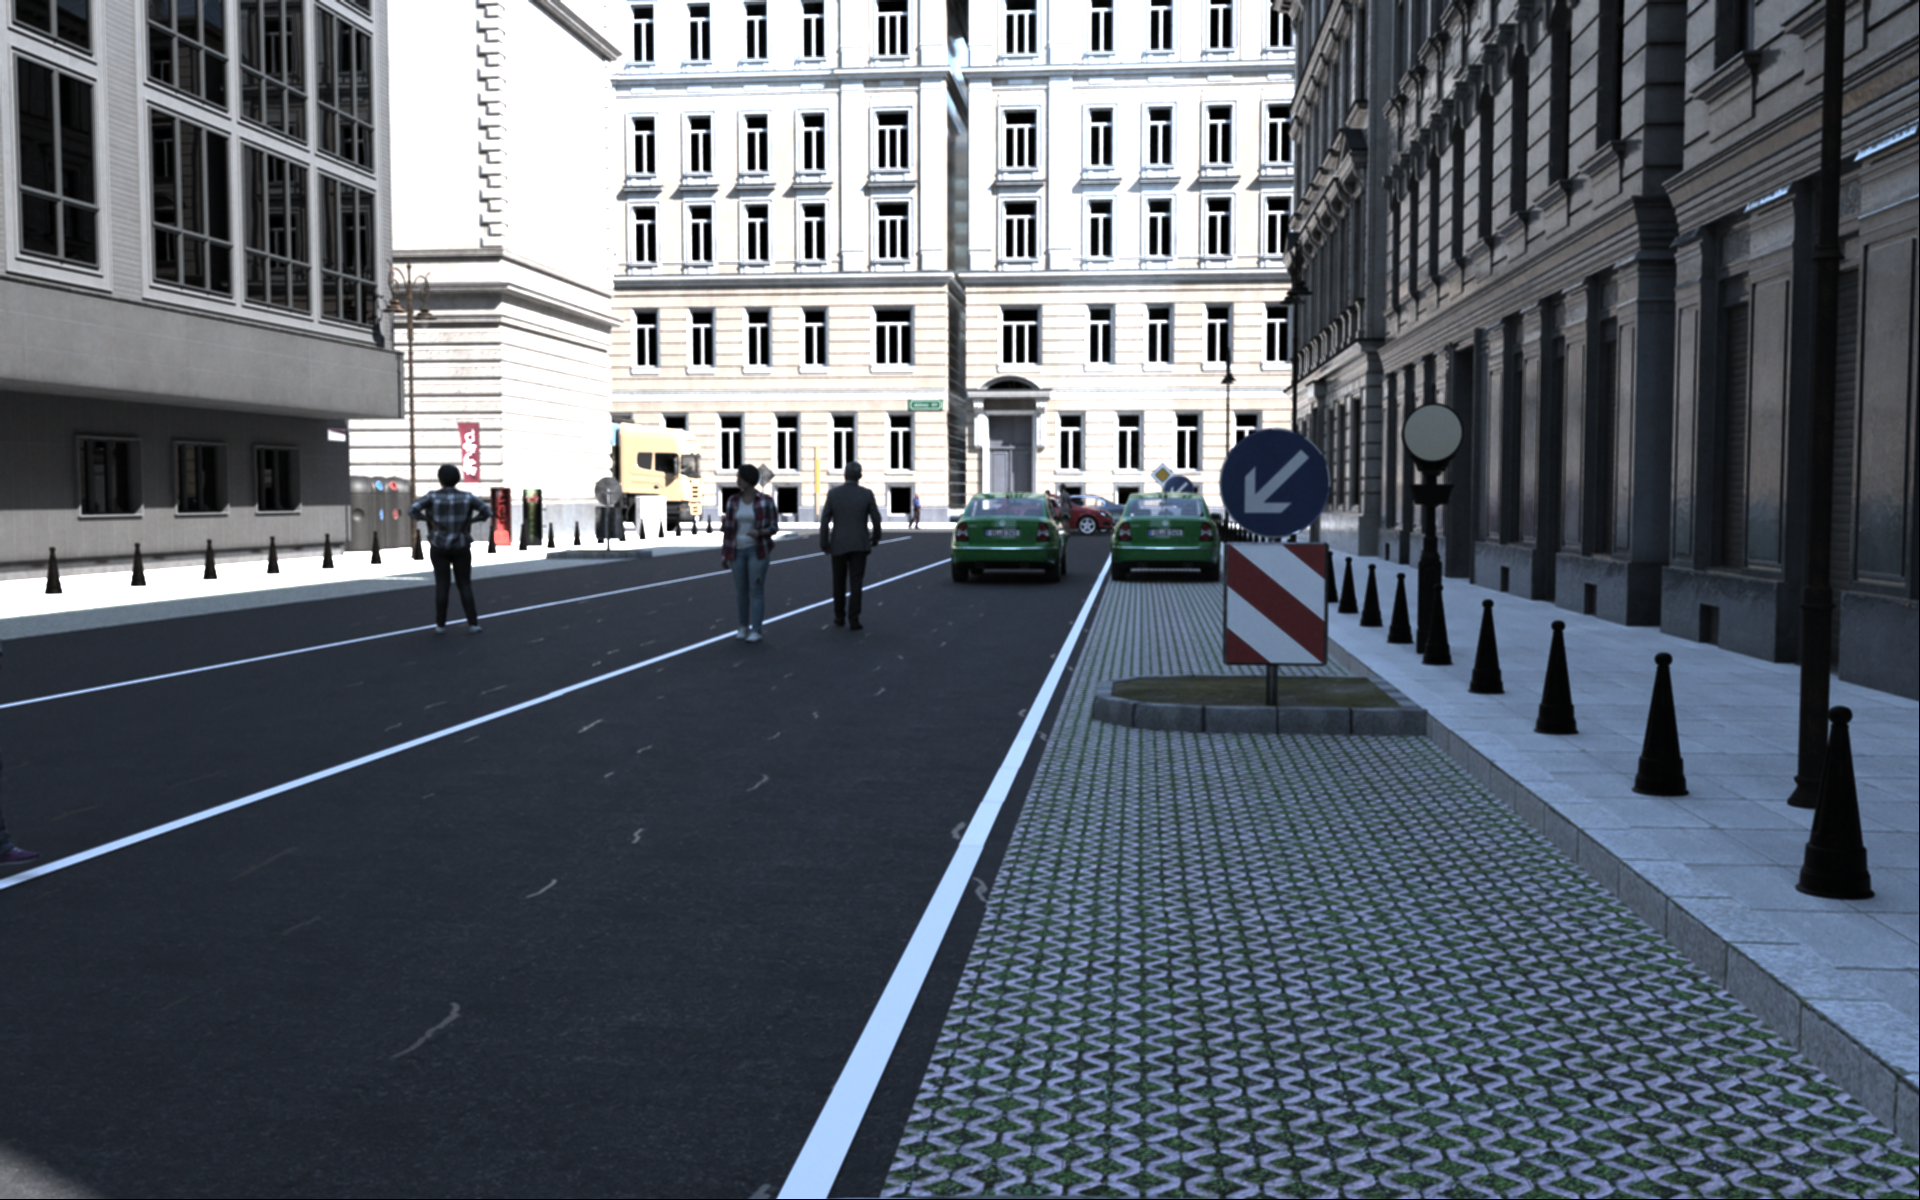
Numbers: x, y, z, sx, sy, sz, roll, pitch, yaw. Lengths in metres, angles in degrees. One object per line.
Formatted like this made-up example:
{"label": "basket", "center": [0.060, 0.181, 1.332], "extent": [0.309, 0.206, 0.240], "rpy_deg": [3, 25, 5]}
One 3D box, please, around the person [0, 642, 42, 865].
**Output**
{"label": "person", "center": [-3.662, 0.328, 6.374], "extent": [0.776, 1.434, 0.726], "rpy_deg": [1, 4, 14]}

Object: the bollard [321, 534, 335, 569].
{"label": "bollard", "center": [-10.850, -0.837, 29.720], "extent": [0.229, 0.601, 0.229], "rpy_deg": [0, 3, 0]}

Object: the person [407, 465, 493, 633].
{"label": "person", "center": [-5.244, -0.528, 17.850], "extent": [0.841, 1.734, 0.376], "rpy_deg": [-1, 4, -16]}

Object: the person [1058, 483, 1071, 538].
{"label": "person", "center": [3.403, -2.926, 56.673], "extent": [0.599, 1.781, 0.374], "rpy_deg": [-3, 5, -44]}

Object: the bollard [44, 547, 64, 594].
{"label": "bollard", "center": [-11.635, -0.378, 22.219], "extent": [0.229, 0.601, 0.229], "rpy_deg": [0, 3, 0]}

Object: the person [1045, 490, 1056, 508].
{"label": "person", "center": [2.350, -2.159, 46.077], "extent": [0.482, 1.546, 0.388], "rpy_deg": [-1, 4, -9]}

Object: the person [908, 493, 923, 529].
{"label": "person", "center": [-1.766, -3.682, 71.397], "extent": [0.600, 1.496, 0.574], "rpy_deg": [3, 5, 40]}

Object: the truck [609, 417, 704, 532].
{"label": "truck", "center": [-14.593, -4.603, 64.178], "extent": [11.283, 4.237, 2.839], "rpy_deg": [0, 4, 7]}

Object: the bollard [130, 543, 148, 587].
{"label": "bollard", "center": [-11.438, -0.493, 24.099], "extent": [0.229, 0.601, 0.229], "rpy_deg": [0, 3, 0]}

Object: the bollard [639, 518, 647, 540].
{"label": "bollard", "center": [-8.886, -1.984, 48.475], "extent": [0.229, 0.601, 0.229], "rpy_deg": [0, 3, 0]}

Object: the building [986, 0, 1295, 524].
{"label": "building", "center": [10.487, -18.014, 80.432], "extent": [20.117, 28.700, 13.634], "rpy_deg": [0, 4, 6]}

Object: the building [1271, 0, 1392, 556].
{"label": "building", "center": [13.844, -10.950, 43.668], "extent": [10.561, 19.102, 19.286], "rpy_deg": [0, 4, 6]}

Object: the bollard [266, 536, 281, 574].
{"label": "bollard", "center": [-11.046, -0.722, 27.840], "extent": [0.229, 0.601, 0.229], "rpy_deg": [0, 3, 0]}

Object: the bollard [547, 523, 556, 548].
{"label": "bollard", "center": [-9.675, -1.525, 40.969], "extent": [0.229, 0.601, 0.229], "rpy_deg": [0, 3, 0]}

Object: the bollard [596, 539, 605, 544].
{"label": "bollard", "center": [-9.280, -1.755, 44.735], "extent": [0.229, 0.601, 0.229], "rpy_deg": [0, 3, 0]}

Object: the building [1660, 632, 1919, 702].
{"label": "building", "center": [10.221, -9.597, 6.067], "extent": [9.793, 20.994, 18.267], "rpy_deg": [0, 4, 6]}

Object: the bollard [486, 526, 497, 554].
{"label": "bollard", "center": [-10.063, -1.295, 37.217], "extent": [0.229, 0.601, 0.229], "rpy_deg": [0, 3, 0]}

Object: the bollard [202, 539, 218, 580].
{"label": "bollard", "center": [-11.248, -0.607, 25.970], "extent": [0.229, 0.601, 0.229], "rpy_deg": [0, 3, 0]}

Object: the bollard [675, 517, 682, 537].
{"label": "bollard", "center": [-8.496, -2.214, 52.235], "extent": [0.229, 0.601, 0.229], "rpy_deg": [0, 3, 0]}

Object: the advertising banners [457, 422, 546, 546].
{"label": "advertising banners", "center": [-11.211, -2.825, 42.378], "extent": [2.074, 3.025, 0.090], "rpy_deg": [0, 4, -7]}

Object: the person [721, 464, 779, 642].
{"label": "person", "center": [-2.042, -0.463, 16.915], "extent": [0.563, 1.720, 0.643], "rpy_deg": [1, 4, 14]}

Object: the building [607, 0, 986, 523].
{"label": "building", "center": [-9.554, -18.123, 82.209], "extent": [20.117, 28.700, 13.634], "rpy_deg": [0, 4, 6]}

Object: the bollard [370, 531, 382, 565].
{"label": "bollard", "center": [-10.656, -0.951, 31.591], "extent": [0.229, 0.601, 0.229], "rpy_deg": [0, 3, 0]}

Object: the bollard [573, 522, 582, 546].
{"label": "bollard", "center": [-9.476, -1.641, 42.864], "extent": [0.229, 0.601, 0.229], "rpy_deg": [0, 3, 0]}

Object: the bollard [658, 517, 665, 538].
{"label": "bollard", "center": [-8.689, -2.099, 50.364], "extent": [0.229, 0.601, 0.229], "rpy_deg": [0, 3, 0]}

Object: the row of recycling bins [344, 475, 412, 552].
{"label": "row of recycling bins", "center": [-13.516, -2.004, 39.877], "extent": [1.069, 1.692, 3.534], "rpy_deg": [0, 4, 0]}

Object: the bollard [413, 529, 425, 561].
{"label": "bollard", "center": [-10.459, -1.065, 33.461], "extent": [0.229, 0.601, 0.229], "rpy_deg": [0, 3, 0]}

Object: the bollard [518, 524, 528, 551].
{"label": "bollard", "center": [-9.866, -1.410, 39.089], "extent": [0.229, 0.601, 0.229], "rpy_deg": [0, 3, 0]}

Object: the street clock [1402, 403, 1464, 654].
{"label": "street clock", "center": [3.786, -0.572, 13.930], "extent": [0.471, 2.002, 0.358], "rpy_deg": [1, 4, 12]}

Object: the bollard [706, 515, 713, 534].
{"label": "bollard", "center": [-8.103, -2.443, 55.982], "extent": [0.229, 0.601, 0.229], "rpy_deg": [0, 3, 0]}

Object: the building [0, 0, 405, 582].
{"label": "building", "center": [-19.380, -14.101, 24.061], "extent": [14.314, 27.812, 24.014], "rpy_deg": [0, 4, 6]}

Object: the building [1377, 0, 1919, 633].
{"label": "building", "center": [12.057, -10.728, 24.550], "extent": [9.793, 20.994, 18.267], "rpy_deg": [0, 4, 6]}

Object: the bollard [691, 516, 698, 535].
{"label": "bollard", "center": [-8.297, -2.328, 54.111], "extent": [0.229, 0.601, 0.229], "rpy_deg": [0, 3, 0]}

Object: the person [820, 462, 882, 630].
{"label": "person", "center": [-1.177, -0.594, 18.609], "extent": [0.661, 1.777, 0.834], "rpy_deg": [0, 4, -6]}

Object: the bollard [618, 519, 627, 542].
{"label": "bollard", "center": [-9.082, -1.869, 46.605], "extent": [0.229, 0.601, 0.229], "rpy_deg": [0, 3, 0]}

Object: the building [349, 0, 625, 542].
{"label": "building", "center": [-20.797, -13.596, 51.172], "extent": [19.941, 23.489, 11.050], "rpy_deg": [0, 4, 6]}
